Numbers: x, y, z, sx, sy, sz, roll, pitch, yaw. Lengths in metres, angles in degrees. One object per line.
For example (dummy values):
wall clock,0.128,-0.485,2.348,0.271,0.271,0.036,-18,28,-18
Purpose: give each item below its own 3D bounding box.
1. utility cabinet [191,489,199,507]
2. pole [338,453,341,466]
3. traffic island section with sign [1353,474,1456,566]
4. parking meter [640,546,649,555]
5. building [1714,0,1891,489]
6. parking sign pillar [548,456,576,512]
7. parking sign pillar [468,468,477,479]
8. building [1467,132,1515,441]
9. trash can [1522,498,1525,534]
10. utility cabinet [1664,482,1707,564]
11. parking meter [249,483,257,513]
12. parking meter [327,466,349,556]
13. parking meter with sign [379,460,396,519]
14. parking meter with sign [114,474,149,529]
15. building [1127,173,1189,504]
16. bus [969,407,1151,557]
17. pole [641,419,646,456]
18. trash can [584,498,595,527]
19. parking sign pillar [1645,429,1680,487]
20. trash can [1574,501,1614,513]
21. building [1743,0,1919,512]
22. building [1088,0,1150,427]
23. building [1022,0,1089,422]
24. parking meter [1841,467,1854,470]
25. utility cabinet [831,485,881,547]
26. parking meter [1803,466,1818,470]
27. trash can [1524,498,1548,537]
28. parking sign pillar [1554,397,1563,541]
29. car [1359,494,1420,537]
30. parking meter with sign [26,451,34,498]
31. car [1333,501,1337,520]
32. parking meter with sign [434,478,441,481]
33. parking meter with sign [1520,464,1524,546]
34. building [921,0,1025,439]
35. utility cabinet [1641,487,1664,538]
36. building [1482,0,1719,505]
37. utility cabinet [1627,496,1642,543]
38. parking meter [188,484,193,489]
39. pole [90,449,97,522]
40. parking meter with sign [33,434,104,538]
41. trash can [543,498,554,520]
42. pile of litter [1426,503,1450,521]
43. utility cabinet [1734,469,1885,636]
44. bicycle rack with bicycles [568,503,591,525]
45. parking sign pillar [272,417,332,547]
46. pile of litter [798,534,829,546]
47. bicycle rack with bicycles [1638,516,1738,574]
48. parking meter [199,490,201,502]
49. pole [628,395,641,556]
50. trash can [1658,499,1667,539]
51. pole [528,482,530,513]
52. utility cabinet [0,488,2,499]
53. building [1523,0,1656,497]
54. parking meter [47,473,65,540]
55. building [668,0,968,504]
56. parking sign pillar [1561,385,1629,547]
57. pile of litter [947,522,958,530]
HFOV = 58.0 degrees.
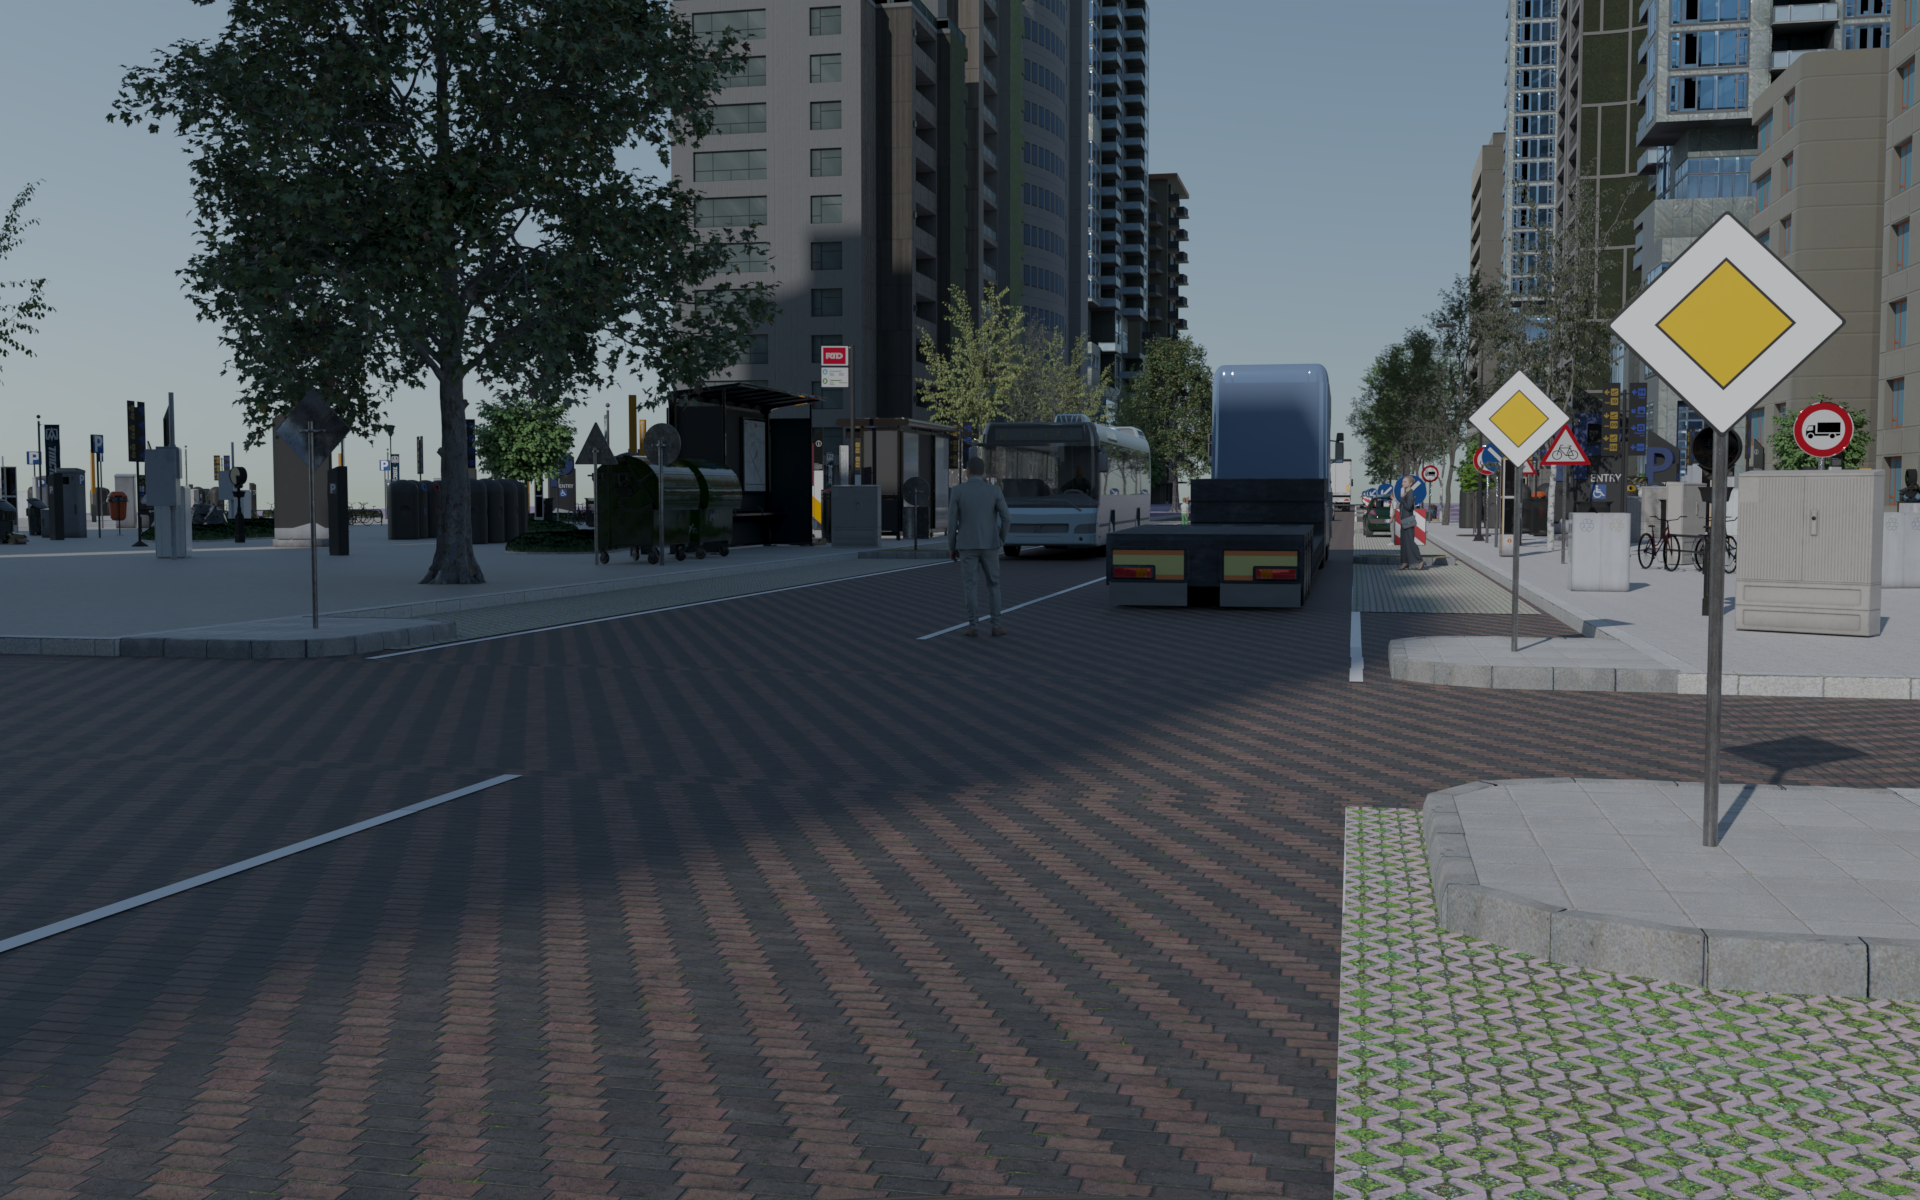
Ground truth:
utility cabinet,-36.776,-4.516,82.522,1.173,1.500,0.318,2,4,28
pole,-30.921,-5.669,86.524,0.158,3.312,0.155,0,3,0
traffic island section with sign,9.114,-1.649,35.596,1.989,1.847,2.006,1,4,13
parking meter,-6.655,-1.897,36.734,0.255,1.863,0.399,-1,4,-9
building,51.496,-48.632,107.809,22.319,86.520,31.000,1,4,13
parking sign pillar,-19.485,-5.889,84.764,1.447,3.967,1.447,-2,4,-27
parking sign pillar,-25.074,-6.052,87.419,1.447,3.967,1.447,0,4,-7
building,78.259,-36.862,226.401,21.300,48.544,21.600,1,4,13
trash can,18.222,-2.707,55.907,0.748,1.137,0.748,0,3,0
utility cabinet,13.241,-1.399,31.551,0.318,1.500,1.173,3,5,42
parking meter,-36.522,-5.124,89.480,0.255,1.863,0.399,-3,5,-42
parking meter,-12.987,-1.863,36.165,0.399,1.863,0.255,2,4,33
parking meter with sign,-29.238,-5.693,89.349,0.543,3.016,1.738,1,4,10
parking meter with sign,-31.126,-4.181,64.615,1.738,3.016,0.543,-1,4,-15
building,18.839,-35.342,232.459,22.147,44.769,28.867,1,4,13
bus,2.794,-2.914,42.503,2.948,3.499,13.247,1,4,11
pole,-8.665,-3.276,47.402,0.158,3.312,0.155,0,3,0
trash can,-14.205,-3.395,67.158,0.748,1.137,0.748,0,3,0
parking sign pillar,29.027,-5.084,71.596,1.447,3.967,1.447,3,5,42
trash can,12.622,-1.398,34.507,0.748,1.137,0.748,0,3,0
building,45.184,-13.125,59.635,27.650,21.520,28.899,1,4,13
building,11.386,-54.389,201.936,22.319,86.520,31.000,1,4,13
building,-2.353,-36.370,136.656,21.231,58.520,28.212,1,4,13
parking meter,19.089,-1.944,37.490,0.399,1.863,0.255,0,4,6
utility cabinet,-2.502,-2.021,41.729,1.173,1.500,0.318,1,4,15
parking meter,17.750,-1.853,36.013,0.399,1.863,0.255,0,4,7
trash can,17.543,-2.482,52.233,0.748,1.137,0.748,0,3,0
parking sign pillar,17.076,-3.633,47.874,1.447,3.967,1.447,2,4,30
car,14.446,-2.956,58.118,2.009,1.686,4.222,1,4,11
parking meter with sign,-37.178,-4.505,69.915,0.543,3.016,1.738,-3,4,-38
car,19.268,-5.109,93.318,2.009,1.686,4.222,1,4,15
parking meter with sign,-24.730,-5.287,82.708,1.738,3.016,0.543,2,4,29
parking meter with sign,13.779,-2.867,43.144,0.543,3.016,1.738,1,4,19
building,-3.886,-26.413,115.444,14.154,41.232,14.086,1,4,13
utility cabinet,20.474,-2.552,50.397,1.173,1.500,0.318,0,4,5
building,71.789,-54.248,199.621,22.319,86.520,31.000,1,4,13
utility cabinet,17.440,-2.116,45.766,1.020,1.237,0.306,1,4,12
parking meter,-44.998,-5.851,101.370,0.255,1.863,0.399,-2,4,-25
pole,-39.595,-5.215,79.110,0.158,3.312,0.155,0,3,0
parking meter with sign,-26.039,-3.332,50.733,1.738,3.016,0.543,0,4,4
trash can,-15.571,-3.259,64.934,0.748,1.137,0.748,0,3,0
pile of litter,22.692,-4.176,82.237,1.719,0.858,1.176,-2,4,-31
utility cabinet,7.767,-0.440,15.869,0.318,1.500,1.173,-3,5,-44
bicycle rack with bicycles,-15.142,-3.559,71.572,2.852,0.926,2.925,1,4,22
parking sign pillar,-16.005,-3.285,42.179,1.447,3.967,1.447,-1,4,-10
pile of litter,-3.912,-1.830,43.889,1.176,0.858,1.719,0,4,5
bicycle rack with bicycles,12.668,-0.913,28.305,2.852,0.926,2.925,0,4,4
parking meter,-38.347,-4.813,87.101,0.372,1.533,0.369,0,3,0
pole,-6.724,-2.558,35.661,0.158,3.312,0.155,0,3,0
trash can,19.368,-2.167,47.081,0.748,1.137,0.748,0,3,0
pole,-23.069,-6.029,92.419,0.158,3.312,0.155,0,3,0
utility cabinet,-34.887,-3.307,62.750,0.318,1.500,1.173,3,5,43
building,55.944,-42.575,134.345,20.563,71.187,20.611,1,4,13
parking meter,-25.140,-2.597,48.169,0.399,1.863,0.255,3,4,36
building,-7.885,-20.180,101.644,14.160,30.474,14.107,1,4,13
parking sign pillar,15.415,-3.260,41.771,1.447,3.967,1.447,1,4,22
pile of litter,-0.748,-2.949,62.184,1.719,0.858,1.176,-1,4,-9
